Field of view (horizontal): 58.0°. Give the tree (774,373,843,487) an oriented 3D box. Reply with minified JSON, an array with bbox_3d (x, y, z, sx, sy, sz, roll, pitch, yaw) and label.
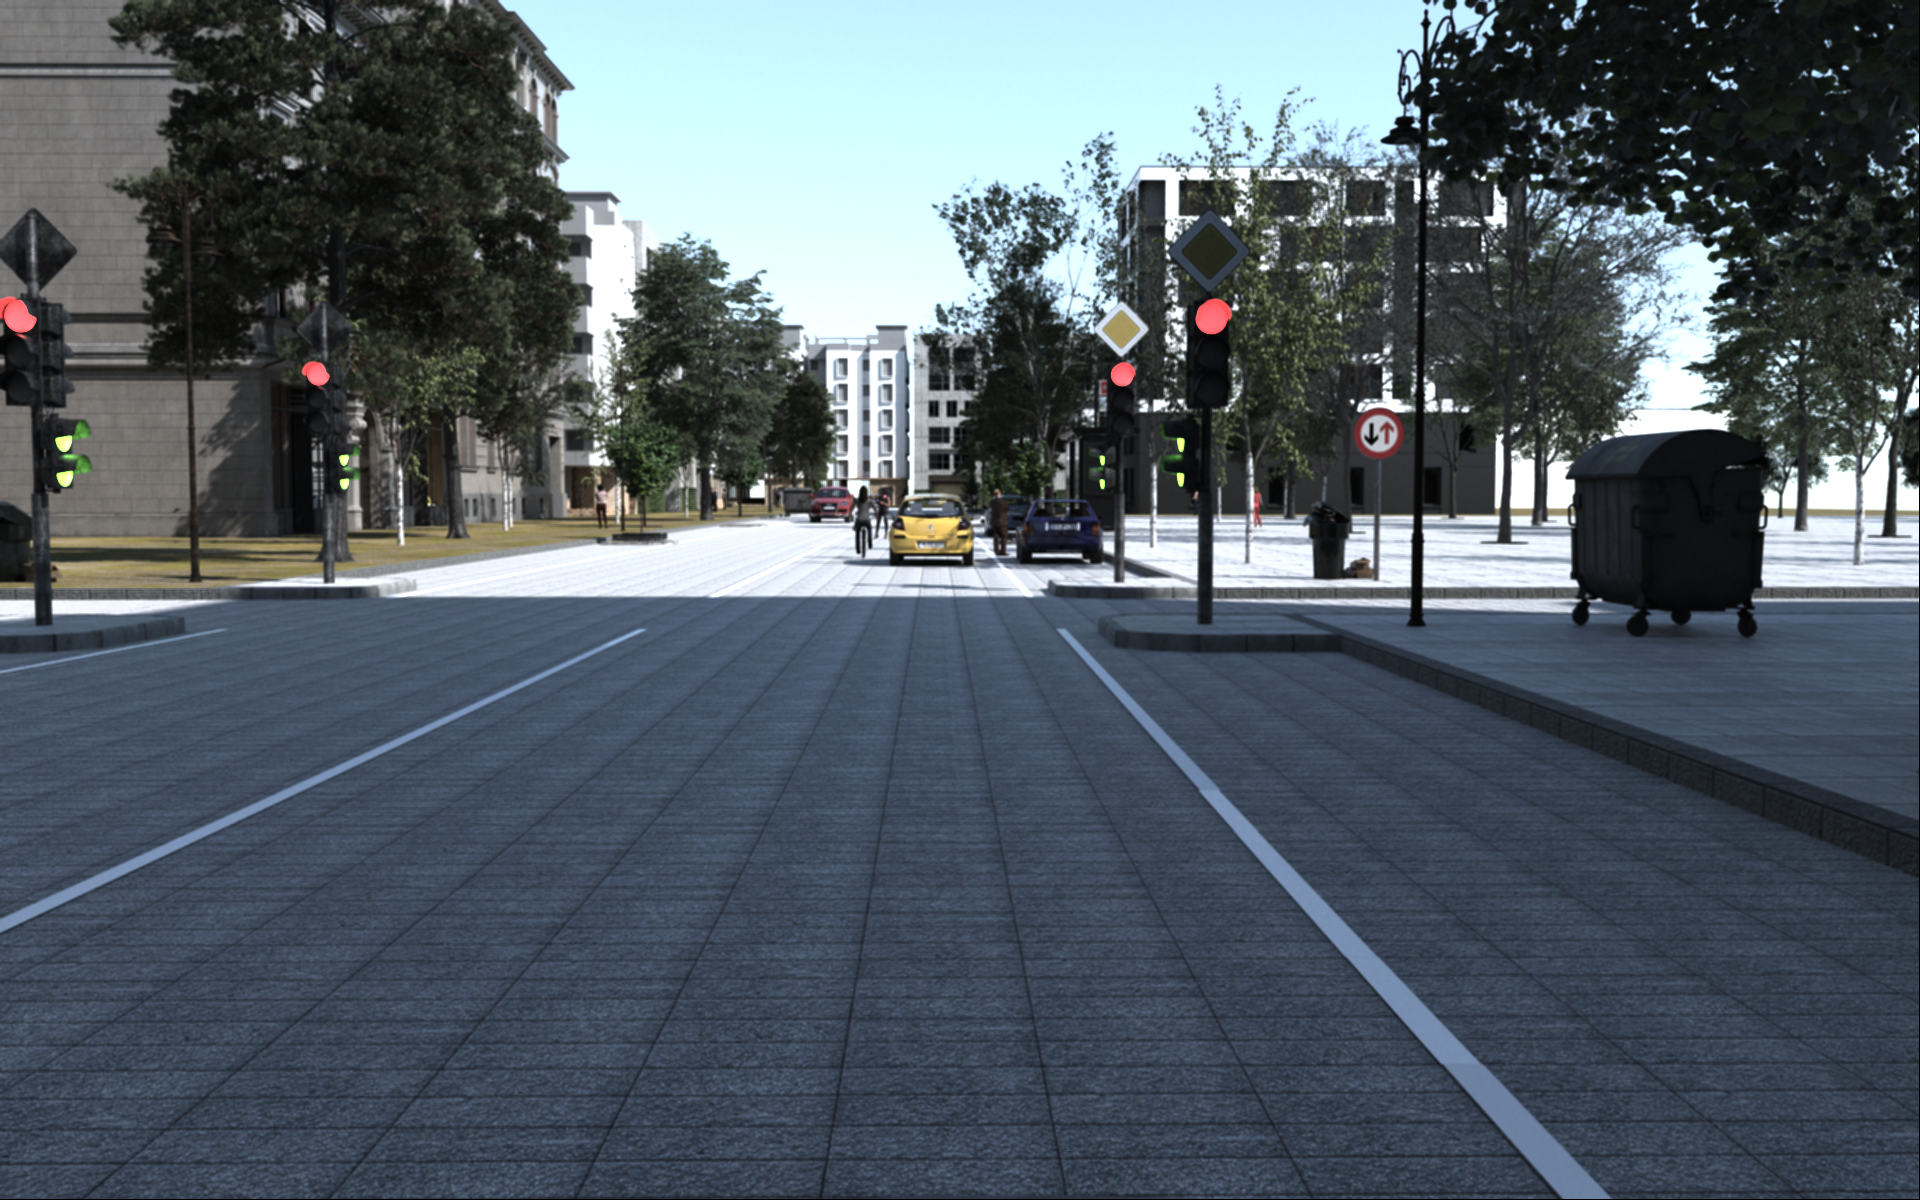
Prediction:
[{"bbox_3d":[-14.508,-14.906,161.833,7.486,12.596,7.792,0,3,0],"label":"tree"}]

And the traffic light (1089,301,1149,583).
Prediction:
[{"bbox_3d":[2.291,-2.187,25.006,0.839,4.213,0.868,0,4,-1],"label":"traffic light"}]

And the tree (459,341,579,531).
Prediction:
[{"bbox_3d":[-17.310,-7.155,67.348,4.360,8.622,3.978,0,3,0],"label":"tree"}]

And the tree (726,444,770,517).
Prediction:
[{"bbox_3d":[-12.541,-7.081,99.496,4.285,4.588,4.351,0,3,0],"label":"tree"}]

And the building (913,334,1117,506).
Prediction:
[{"bbox_3d":[10.498,-20.391,199.845,31.486,18.905,16.747,0,4,-1],"label":"building"}]

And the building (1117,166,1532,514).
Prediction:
[{"bbox_3d":[24.918,-17.158,124.508,27.936,21.610,32.646,0,4,-1],"label":"building"}]

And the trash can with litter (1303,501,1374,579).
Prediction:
[{"bbox_3d":[5.787,-0.913,26.307,1.055,1.170,0.624,-1,4,-19],"label":"trash can with litter"}]

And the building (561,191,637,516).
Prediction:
[{"bbox_3d":[-28.199,-15.271,106.093,16.016,20.091,11.380,0,4,-1],"label":"building"}]

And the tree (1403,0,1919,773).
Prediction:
[{"bbox_3d":[4.731,-6.150,7.213,9.857,13.997,8.962,0,3,0],"label":"tree"}]

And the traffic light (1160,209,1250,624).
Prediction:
[{"bbox_3d":[2.404,-1.699,17.022,0.839,4.213,0.868,0,4,-1],"label":"traffic light"}]

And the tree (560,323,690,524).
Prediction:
[{"bbox_3d":[-14.948,-7.593,74.510,4.737,8.622,4.395,0,3,0],"label":"tree"}]

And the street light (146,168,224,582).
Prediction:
[{"bbox_3d":[-11.132,-3.196,25.043,0.468,5.910,1.993,0,4,-1],"label":"street light"}]

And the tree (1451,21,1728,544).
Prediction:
[{"bbox_3d":[14.211,-8.195,44.366,12.009,13.543,11.850,0,3,0],"label":"tree"}]

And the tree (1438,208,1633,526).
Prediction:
[{"bbox_3d":[22.936,-9.255,69.443,7.486,12.596,7.792,0,3,0],"label":"tree"}]

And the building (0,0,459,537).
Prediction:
[{"bbox_3d":[-24.999,-12.298,51.989,10.553,20.767,40.483,0,4,-1],"label":"building"}]

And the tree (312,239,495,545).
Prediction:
[{"bbox_3d":[-13.794,-5.680,43.236,4.737,8.622,4.395,0,3,0],"label":"tree"}]

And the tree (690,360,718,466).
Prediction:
[{"bbox_3d":[-14.924,-8.816,94.504,4.737,8.622,4.395,0,3,0],"label":"tree"}]

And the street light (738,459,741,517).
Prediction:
[{"bbox_3d":[-12.187,-7.516,95.679,0.468,5.910,1.993,0,4,-1],"label":"street light"}]

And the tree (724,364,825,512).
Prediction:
[{"bbox_3d":[-13.129,-11.409,120.955,8.767,10.594,7.601,1,4,16],"label":"tree"}]

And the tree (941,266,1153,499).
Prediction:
[{"bbox_3d":[3.723,-8.310,70.283,8.767,10.594,7.601,-1,4,-15],"label":"tree"}]

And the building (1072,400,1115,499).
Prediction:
[{"bbox_3d":[15.357,-13.021,155.043,9.099,9.664,28.070,0,4,-1],"label":"building"}]

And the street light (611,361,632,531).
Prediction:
[{"bbox_3d":[-11.745,-5.347,60.212,0.468,5.910,1.993,0,4,-1],"label":"street light"}]

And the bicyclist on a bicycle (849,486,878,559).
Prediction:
[{"bbox_3d":[-2.163,-1.759,38.782,1.499,1.676,1.625,0,4,-2],"label":"bicyclist on a bicycle"}]

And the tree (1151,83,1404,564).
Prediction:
[{"bbox_3d":[5.544,-4.967,31.571,4.737,8.622,4.395,0,3,0],"label":"tree"}]

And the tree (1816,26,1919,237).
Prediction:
[{"bbox_3d":[10.276,-3.994,15.665,4.737,8.622,4.395,0,3,0],"label":"tree"}]

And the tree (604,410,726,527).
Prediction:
[{"bbox_3d":[-12.394,-5.168,68.207,4.285,4.588,4.351,0,3,0],"label":"tree"}]

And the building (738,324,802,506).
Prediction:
[{"bbox_3d":[-23.259,-20.975,199.352,11.380,20.091,16.016,0,4,-1],"label":"building"}]

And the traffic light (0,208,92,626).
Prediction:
[{"bbox_3d":[-8.955,-1.688,16.845,0.839,4.213,0.868,0,4,-1],"label":"traffic light"}]

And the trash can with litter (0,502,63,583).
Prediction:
[{"bbox_3d":[-13.627,-0.851,25.304,1.055,1.170,0.624,1,4,14],"label":"trash can with litter"}]

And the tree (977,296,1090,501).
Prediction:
[{"bbox_3d":[4.760,-12.405,110.250,7.806,13.903,7.818,0,3,0],"label":"tree"}]

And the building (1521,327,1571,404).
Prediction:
[{"bbox_3d":[63.410,-21.053,200.641,11.380,20.091,16.016,0,4,-1],"label":"building"}]

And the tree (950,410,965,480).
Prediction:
[{"bbox_3d":[2.424,-15.616,177.374,6.751,12.117,7.091,0,3,0],"label":"tree"}]

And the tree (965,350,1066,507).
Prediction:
[{"bbox_3d":[4.219,-12.145,120.633,6.751,12.117,7.091,0,3,0],"label":"tree"}]

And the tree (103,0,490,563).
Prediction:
[{"bbox_3d":[-11.575,-7.653,32.552,7.806,13.903,7.818,0,3,0],"label":"tree"}]

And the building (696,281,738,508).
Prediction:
[{"bbox_3d":[-27.462,-18.586,160.298,11.380,20.091,16.016,0,4,-1],"label":"building"}]

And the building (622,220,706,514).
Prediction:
[{"bbox_3d":[-29.037,-15.967,127.513,16.747,18.905,31.486,0,4,-1],"label":"building"}]

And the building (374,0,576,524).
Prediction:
[{"bbox_3d":[-27.757,-18.121,83.675,14.401,28.519,23.554,0,4,-1],"label":"building"}]

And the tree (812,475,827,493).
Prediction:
[{"bbox_3d":[-14.403,-11.062,175.460,1.663,3.219,1.824,0,3,0],"label":"tree"}]

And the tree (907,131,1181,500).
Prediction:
[{"bbox_3d":[5.215,-14.371,90.847,12.611,20.169,13.585,0,3,0],"label":"tree"}]

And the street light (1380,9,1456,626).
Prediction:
[{"bbox_3d":[4.443,-2.685,16.686,0.468,5.910,1.993,0,4,-1],"label":"street light"}]

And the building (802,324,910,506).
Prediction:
[{"bbox_3d":[-11.583,-20.999,199.748,11.380,20.091,16.016,0,4,-1],"label":"building"}]

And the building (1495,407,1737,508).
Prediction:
[{"bbox_3d":[60.377,-13.641,165.175,28.070,9.664,9.099,0,4,-1],"label":"building"}]

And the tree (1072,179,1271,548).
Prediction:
[{"bbox_3d":[4.880,-5.563,41.318,4.360,8.622,3.978,0,3,0],"label":"tree"}]

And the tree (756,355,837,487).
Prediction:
[{"bbox_3d":[-12.860,-12.986,134.372,6.751,12.117,7.091,0,3,0],"label":"tree"}]

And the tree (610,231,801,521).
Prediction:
[{"bbox_3d":[-12.325,-10.837,83.838,9.857,13.997,8.962,0,3,0],"label":"tree"}]

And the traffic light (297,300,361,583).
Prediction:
[{"bbox_3d":[-9.069,-2.176,24.830,0.839,4.213,0.868,0,4,-1],"label":"traffic light"}]
